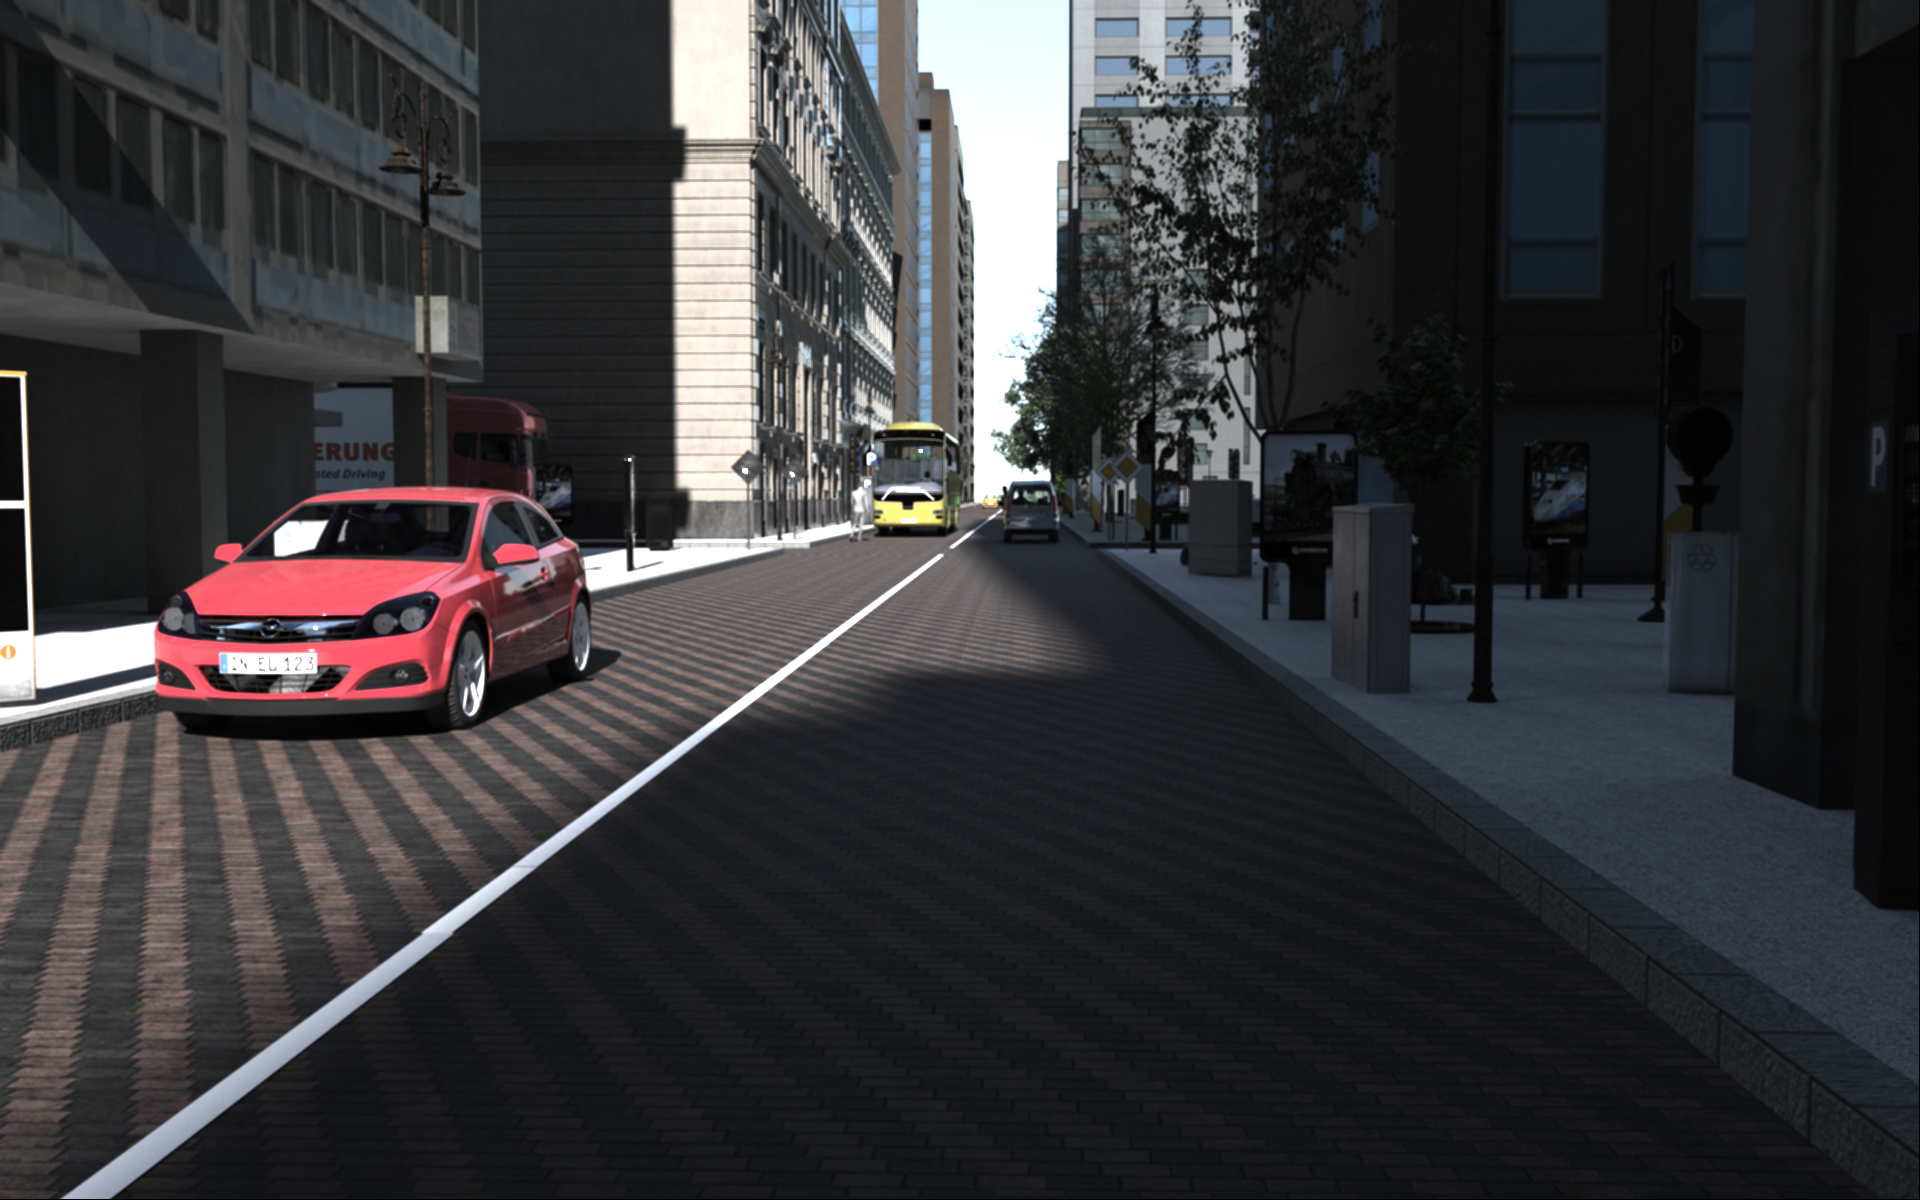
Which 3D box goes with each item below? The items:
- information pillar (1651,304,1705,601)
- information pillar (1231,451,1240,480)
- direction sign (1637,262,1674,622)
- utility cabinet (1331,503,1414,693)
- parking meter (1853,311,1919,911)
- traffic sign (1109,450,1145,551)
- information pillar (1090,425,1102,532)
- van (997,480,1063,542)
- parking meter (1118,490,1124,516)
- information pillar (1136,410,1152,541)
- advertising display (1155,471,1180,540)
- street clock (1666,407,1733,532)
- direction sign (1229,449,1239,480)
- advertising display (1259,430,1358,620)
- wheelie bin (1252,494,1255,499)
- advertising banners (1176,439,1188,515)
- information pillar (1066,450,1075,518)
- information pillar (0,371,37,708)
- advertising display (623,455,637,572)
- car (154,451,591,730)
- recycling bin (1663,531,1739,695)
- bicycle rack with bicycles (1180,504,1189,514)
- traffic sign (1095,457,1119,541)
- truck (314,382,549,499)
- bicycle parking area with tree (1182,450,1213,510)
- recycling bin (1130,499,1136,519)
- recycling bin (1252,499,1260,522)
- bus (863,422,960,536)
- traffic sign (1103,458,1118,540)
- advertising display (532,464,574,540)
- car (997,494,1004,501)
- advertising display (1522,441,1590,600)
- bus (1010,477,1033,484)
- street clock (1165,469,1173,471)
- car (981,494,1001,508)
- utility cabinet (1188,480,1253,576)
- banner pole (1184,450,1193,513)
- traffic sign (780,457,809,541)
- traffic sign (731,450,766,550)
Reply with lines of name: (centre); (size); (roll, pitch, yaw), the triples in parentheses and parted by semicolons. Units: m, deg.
information pillar: (8.557, -1.789, 20.603); (0.183, 3.616, 0.504); (-3, 5, -45)
information pillar: (15.004, -6.302, 94.397); (0.504, 3.616, 0.183); (-1, 4, -10)
direction sign: (7.044, -1.553, 17.384); (0.379, 3.537, 0.876); (1, 4, 14)
utility cabinet: (2.744, -0.028, 11.618); (0.306, 1.237, 1.020); (0, 4, -1)
parking meter: (2.994, 0.019, 5.406); (0.255, 1.863, 0.399); (1, 4, 14)
traffic sign: (3.767, -2.171, 39.134); (0.795, 2.450, 0.064); (0, 4, 2)
information pillar: (4.625, -4.138, 59.008); (0.183, 3.616, 0.504); (3, 5, 45)
van: (2.145, -2.792, 52.662); (2.013, 2.044, 4.112); (0, 4, 1)
parking meter: (9.278, -5.588, 99.778); (0.372, 1.533, 0.369); (0, 3, 0)
information pillar: (5.077, -3.428, 47.396); (0.504, 3.616, 0.183); (1, 4, 9)
advertising display: (5.733, -2.636, 48.307); (0.974, 1.923, 0.123); (-3, 4, -36)
street clock: (6.190, -0.610, 14.547); (0.471, 2.002, 0.358); (0, 3, 0)
direction sign: (13.737, -5.810, 86.993); (0.379, 3.537, 0.876); (3, 5, 41)
advertising display: (3.537, -0.757, 17.593); (0.974, 1.923, 0.123); (1, 4, 10)
wheelie bin: (11.119, -3.688, 68.209); (0.980, 1.594, 0.693); (1, 4, 13)
advertising banners: (7.509, -3.557, 54.341); (0.090, 3.025, 2.074); (-3, 4, -37)
information pillar: (5.897, -6.206, 92.822); (0.504, 3.616, 0.183); (2, 4, 32)
information pillar: (-5.805, -0.364, 10.439); (0.304, 2.012, 0.304); (3, 5, 45)
advertising display: (-5.519, -1.454, 28.986); (0.123, 1.923, 0.974); (0, 4, -5)
car: (-3.829, -0.174, 11.888); (2.155, 1.783, 4.494); (0, 4, 2)
recycling bin: (5.030, 0.073, 11.365); (0.722, 1.027, 0.722); (1, 4, 19)
bicycle rack with bicycles: (12.346, -4.731, 90.740); (2.925, 0.926, 2.852); (2, 4, 27)
traffic sign: (4.058, -2.659, 47.113); (0.795, 2.450, 0.064); (0, 4, 2)
truck: (-15.424, -3.338, 43.494); (11.283, 4.237, 2.839); (0, 4, 1)
bicycle parking area with tree: (18.959, -7.784, 114.274); (8.231, 4.147, 9.016); (0, 4, 3)
recycling bin: (9.186, -4.679, 89.051); (0.722, 1.027, 0.722); (-1, 4, -13)
recycling bin: (10.719, -3.114, 63.473); (0.722, 1.027, 0.722); (1, 4, 10)
bus: (-1.478, -4.342, 62.544); (2.896, 3.916, 12.252); (0, 4, 2)
traffic sign: (4.302, -2.839, 48.543); (0.606, 2.300, 0.079); (0, 4, 8)
advertising display: (-8.709, -1.949, 37.077); (0.123, 1.923, 0.974); (3, 5, 40)
car: (6.704, -16.023, 270.778); (1.959, 1.807, 4.718); (0, 4, 1)
advertising display: (7.287, -0.976, 21.178); (0.974, 1.923, 0.123); (-2, 4, -26)
bus: (6.933, -11.886, 189.202); (2.948, 3.499, 13.247); (0, 4, 3)
street clock: (6.098, -2.837, 50.954); (0.358, 2.002, 0.471); (-1, 4, -17)
car: (3.125, -10.105, 175.442); (2.015, 1.641, 3.980); (0, 4, 2)
utility cabinet: (4.094, -1.134, 27.221); (0.318, 1.500, 1.173); (-2, 4, -32)
banner pole: (11.220, -5.825, 85.262); (0.401, 3.779, 0.863); (-2, 4, -29)
traffic sign: (-4.530, -2.679, 47.446); (0.795, 2.450, 0.064); (0, 4, 2)
traffic sign: (-4.820, -2.191, 39.466); (0.795, 2.450, 0.064); (0, 4, 2)
